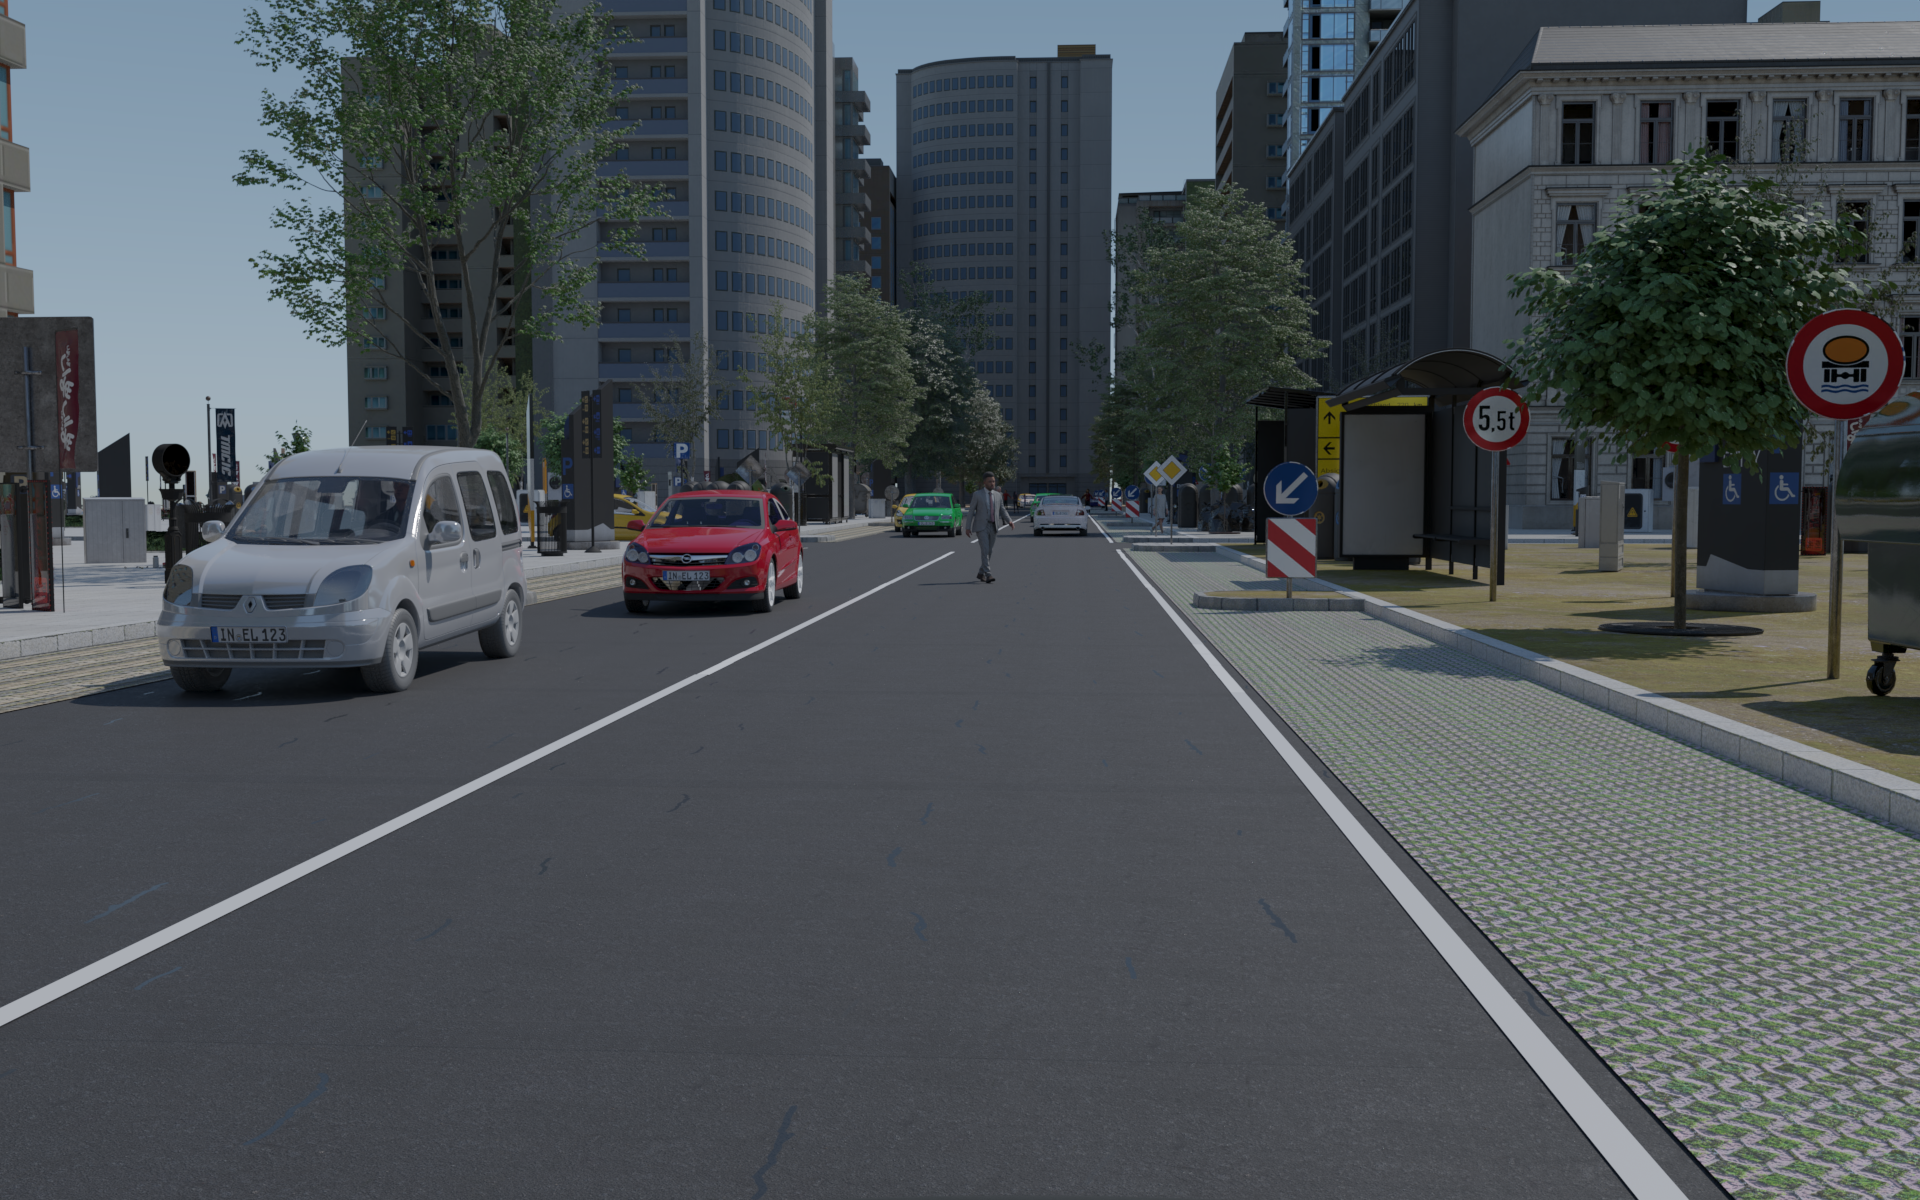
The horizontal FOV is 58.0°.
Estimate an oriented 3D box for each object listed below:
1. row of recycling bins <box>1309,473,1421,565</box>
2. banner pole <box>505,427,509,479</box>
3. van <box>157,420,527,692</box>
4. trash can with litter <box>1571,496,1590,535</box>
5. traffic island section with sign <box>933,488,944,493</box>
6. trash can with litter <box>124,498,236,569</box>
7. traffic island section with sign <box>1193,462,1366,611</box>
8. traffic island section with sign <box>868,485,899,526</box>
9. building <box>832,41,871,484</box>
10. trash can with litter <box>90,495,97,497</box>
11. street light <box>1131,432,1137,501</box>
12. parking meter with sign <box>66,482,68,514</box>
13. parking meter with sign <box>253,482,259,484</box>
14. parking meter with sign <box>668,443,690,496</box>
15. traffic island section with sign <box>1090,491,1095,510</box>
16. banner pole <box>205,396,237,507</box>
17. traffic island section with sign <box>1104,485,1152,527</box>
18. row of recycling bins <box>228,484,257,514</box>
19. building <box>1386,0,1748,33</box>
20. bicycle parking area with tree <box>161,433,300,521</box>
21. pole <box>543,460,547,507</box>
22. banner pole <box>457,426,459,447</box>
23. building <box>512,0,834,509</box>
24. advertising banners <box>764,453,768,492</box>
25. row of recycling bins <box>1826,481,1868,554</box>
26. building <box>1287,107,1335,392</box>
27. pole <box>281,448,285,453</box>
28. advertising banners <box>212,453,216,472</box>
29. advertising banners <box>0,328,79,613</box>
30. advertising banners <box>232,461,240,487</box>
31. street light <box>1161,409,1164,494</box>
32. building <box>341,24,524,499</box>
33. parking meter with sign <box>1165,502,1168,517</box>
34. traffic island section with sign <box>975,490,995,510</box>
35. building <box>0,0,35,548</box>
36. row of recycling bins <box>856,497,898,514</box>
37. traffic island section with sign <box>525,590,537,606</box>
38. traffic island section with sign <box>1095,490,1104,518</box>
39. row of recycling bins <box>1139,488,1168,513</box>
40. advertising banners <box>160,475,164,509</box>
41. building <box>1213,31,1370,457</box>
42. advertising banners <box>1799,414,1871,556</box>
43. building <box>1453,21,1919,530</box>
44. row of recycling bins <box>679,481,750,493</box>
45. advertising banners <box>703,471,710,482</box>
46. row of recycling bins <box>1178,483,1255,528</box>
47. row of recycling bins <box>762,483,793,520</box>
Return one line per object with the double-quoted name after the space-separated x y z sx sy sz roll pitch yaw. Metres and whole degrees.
7.680 -1.577 32.903 1.069 1.692 3.534 -1 4 -14 "row of recycling bins"
-16.957 -4.580 64.901 0.401 3.779 0.863 -1 4 -12 "banner pole"
-4.790 -0.419 13.865 2.013 2.044 4.112 0 4 2 "van"
19.998 -2.646 54.318 2.233 1.210 1.678 -3 5 -40 "trash can with litter"
-1.264 -5.852 104.302 1.989 1.847 2.006 0 4 4 "traffic island section with sign"
-13.192 -1.158 29.993 2.233 1.210 1.678 1 4 23 "trash can with litter"
3.998 -0.818 22.004 1.989 1.847 2.006 0 4 4 "traffic island section with sign"
-3.010 -4.197 77.257 1.989 1.847 2.006 0 4 4 "traffic island section with sign"
-25.014 -34.370 181.560 30.456 49.044 23.786 0 4 4 "building"
-58.977 -6.596 118.908 1.678 1.210 2.233 3 5 43 "trash can with litter"
12.702 -9.397 126.428 0.468 5.910 1.993 0 4 4 "street light"
-59.194 -7.210 114.145 1.738 3.016 0.543 2 4 26 "parking meter with sign"
-43.492 -6.804 107.512 1.738 3.016 0.543 0 4 -5 "parking meter with sign"
-9.730 -3.868 59.511 0.543 3.016 1.738 -1 4 -21 "parking meter with sign"
12.435 -8.865 153.574 1.989 1.847 2.006 0 4 4 "traffic island section with sign"
-18.954 -3.323 44.345 0.863 3.779 0.401 -1 4 -16 "banner pole"
7.502 -4.167 76.759 1.989 1.847 2.006 0 4 4 "traffic island section with sign"
-28.628 -3.930 71.376 3.534 1.692 1.069 -2 4 -35 "row of recycling bins"
28.394 -18.075 89.028 14.314 27.812 24.014 0 4 4 "building"
-33.069 -5.850 82.653 9.016 4.147 8.231 -3 5 -42 "bicycle parking area with tree"
-23.554 -6.386 98.251 0.158 3.312 0.155 0 3 0 "pole"
-13.145 -3.410 45.775 0.401 3.779 0.863 -2 4 -35 "banner pole"
-22.805 -36.752 142.896 21.231 58.520 28.212 0 4 4 "building"
-8.085 -4.659 72.361 0.090 3.025 2.074 -1 4 -8 "advertising banners"
20.664 -1.890 38.011 3.534 1.692 1.069 -1 4 -16 "row of recycling bins"
29.779 -19.538 112.959 14.314 27.812 24.014 0 4 4 "building"
-30.007 -5.077 76.853 0.158 3.312 0.155 0 3 0 "pole"
-32.062 -4.824 75.056 0.090 3.025 2.074 0 4 -7 "advertising banners"
-10.081 -1.391 18.932 2.074 3.025 0.090 3 4 39 "advertising banners"
-37.220 -5.792 90.892 2.074 3.025 0.090 -1 4 -11 "advertising banners"
10.228 -7.030 87.724 0.468 5.910 1.993 0 4 4 "street light"
-50.916 -34.291 184.363 21.600 48.544 21.300 0 4 4 "building"
12.162 -6.124 96.392 1.738 3.016 0.543 0 4 -6 "parking meter with sign"
1.939 -8.907 154.254 1.989 1.847 2.006 0 4 4 "traffic island section with sign"
-34.481 -10.866 22.694 28.899 21.520 27.650 0 4 4 "building"
-5.493 -6.302 110.157 3.534 1.692 1.069 2 4 27 "row of recycling bins"
-6.543 -0.829 22.177 1.989 1.847 2.006 0 4 4 "traffic island section with sign"
9.234 -5.812 103.659 1.989 1.847 2.006 0 4 4 "traffic island section with sign"
13.769 -6.691 116.508 3.534 1.692 1.069 1 4 15 "row of recycling bins"
-54.823 -7.522 119.168 0.090 3.025 2.074 -1 4 -11 "advertising banners"
37.850 -33.957 178.900 21.300 48.544 21.600 0 4 4 "building"
17.800 -2.442 36.110 2.074 3.025 0.090 2 4 30 "advertising banners"
29.730 -12.335 66.297 19.286 19.102 10.561 0 4 4 "building"
-7.808 -2.936 55.112 1.069 1.692 3.534 -3 5 -40 "row of recycling bins"
-18.074 -8.128 129.075 2.074 3.025 0.090 0 4 -6 "advertising banners"
9.935 -3.577 65.602 3.534 1.692 1.069 2 4 25 "row of recycling bins"
-7.747 -3.340 61.722 3.534 1.692 1.069 -1 4 -10 "row of recycling bins"
